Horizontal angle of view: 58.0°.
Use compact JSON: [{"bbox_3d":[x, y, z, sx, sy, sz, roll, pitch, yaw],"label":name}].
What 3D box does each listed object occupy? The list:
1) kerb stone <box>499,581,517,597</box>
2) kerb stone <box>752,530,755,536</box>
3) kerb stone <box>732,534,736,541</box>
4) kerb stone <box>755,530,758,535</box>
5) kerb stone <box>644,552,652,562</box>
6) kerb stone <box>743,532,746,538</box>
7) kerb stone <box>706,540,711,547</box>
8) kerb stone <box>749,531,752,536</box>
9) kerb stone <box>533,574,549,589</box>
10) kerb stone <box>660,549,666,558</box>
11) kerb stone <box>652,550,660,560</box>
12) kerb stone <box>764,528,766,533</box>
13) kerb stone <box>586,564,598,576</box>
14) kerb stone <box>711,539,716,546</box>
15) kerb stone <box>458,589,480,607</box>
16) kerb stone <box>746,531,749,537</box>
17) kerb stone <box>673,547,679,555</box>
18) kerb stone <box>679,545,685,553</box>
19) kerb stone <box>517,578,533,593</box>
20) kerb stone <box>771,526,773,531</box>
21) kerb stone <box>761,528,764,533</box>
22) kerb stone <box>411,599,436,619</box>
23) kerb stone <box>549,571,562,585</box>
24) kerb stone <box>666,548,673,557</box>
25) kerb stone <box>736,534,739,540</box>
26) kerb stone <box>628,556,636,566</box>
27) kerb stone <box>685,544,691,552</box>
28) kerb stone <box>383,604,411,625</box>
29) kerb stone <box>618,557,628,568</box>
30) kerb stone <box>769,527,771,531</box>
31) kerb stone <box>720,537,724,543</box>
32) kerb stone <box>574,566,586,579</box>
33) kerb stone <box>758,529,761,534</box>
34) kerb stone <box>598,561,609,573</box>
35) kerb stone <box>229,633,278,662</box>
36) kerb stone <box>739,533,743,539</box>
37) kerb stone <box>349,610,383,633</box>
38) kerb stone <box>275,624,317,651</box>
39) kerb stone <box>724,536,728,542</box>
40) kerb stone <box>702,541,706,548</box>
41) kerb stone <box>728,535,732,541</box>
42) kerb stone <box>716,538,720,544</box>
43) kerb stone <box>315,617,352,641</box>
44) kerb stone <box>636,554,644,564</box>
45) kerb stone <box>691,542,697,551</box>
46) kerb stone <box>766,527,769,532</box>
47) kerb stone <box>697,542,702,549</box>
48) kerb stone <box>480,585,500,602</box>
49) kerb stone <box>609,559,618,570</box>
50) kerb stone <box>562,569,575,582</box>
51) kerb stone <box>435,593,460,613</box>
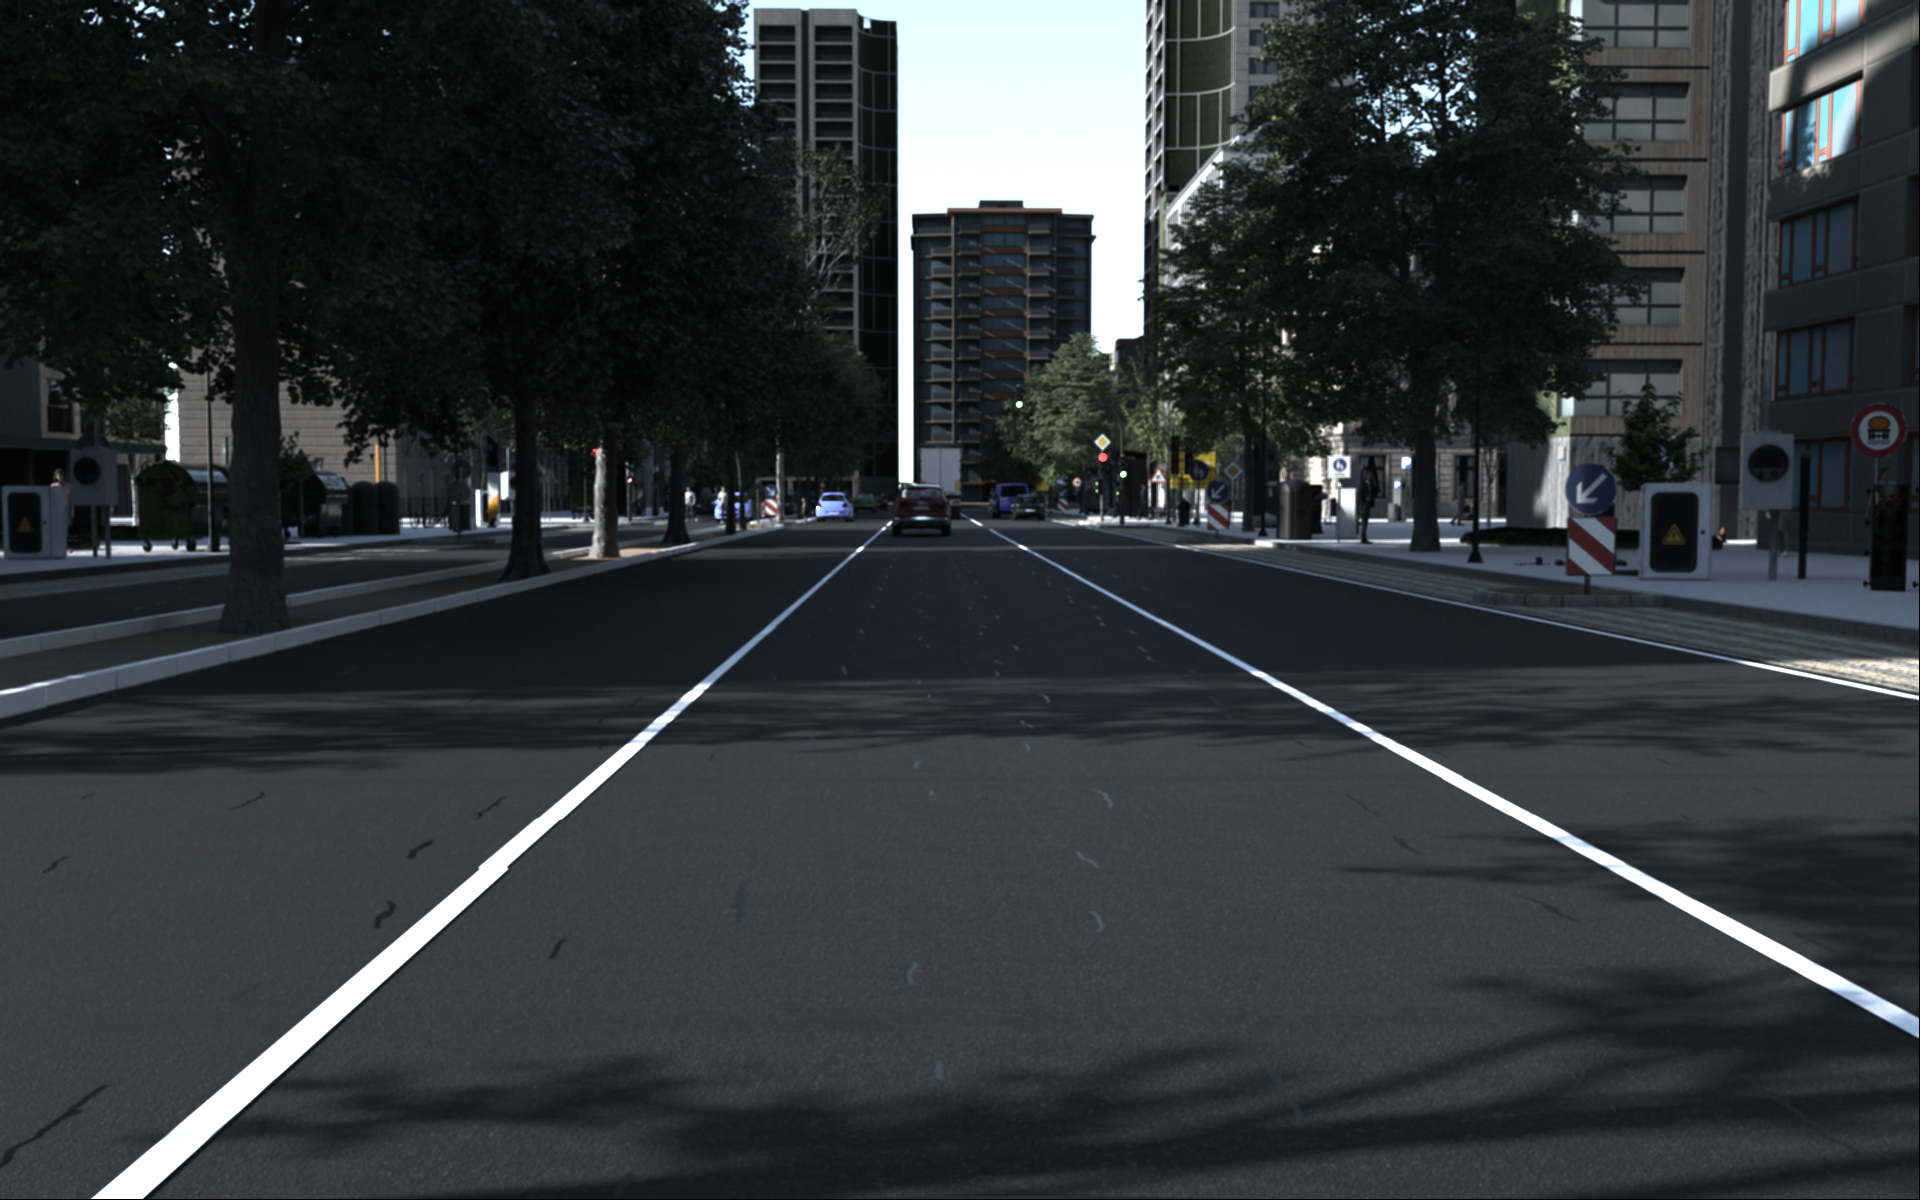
[{"bbox_3d":[-6.469,-0.138,24.450,0.120,0.150,1.000,0,4,-1],"label":"kerb stone"},{"bbox_3d":[-7.201,-2.268,59.272,0.120,0.150,1.000,0,4,-1],"label":"kerb stone"},{"bbox_3d":[-7.067,-1.889,53.105,0.120,0.150,1.000,0,4,-1],"label":"kerb stone"},{"bbox_3d":[-7.228,-2.325,60.294,0.120,0.150,1.000,0,4,-1],"label":"kerb stone"},{"bbox_3d":[-6.730,-0.890,36.744,0.120,0.150,1.000,0,4,-1],"label":"kerb stone"},{"bbox_3d":[-7.136,-2.079,56.192,0.120,0.150,1.000,0,4,-1],"label":"kerb stone"},{"bbox_3d":[-6.940,-1.514,46.975,0.120,0.150,1.000,0,4,-1],"label":"kerb stone"},{"bbox_3d":[-7.175,-2.205,58.245,0.120,0.150,1.000,0,4,-1],"label":"kerb stone"},{"bbox_3d":[-6.506,-0.264,26.507,0.120,0.150,1.000,0,4,-1],"label":"kerb stone"},{"bbox_3d":[-6.768,-1.015,38.787,0.120,0.150,1.000,0,4,-1],"label":"kerb stone"},{"bbox_3d":[-6.743,-0.952,37.766,0.120,0.150,1.000,0,4,-1],"label":"kerb stone"},{"bbox_3d":[-7.284,-2.518,63.371,0.120,0.150,1.000,0,4,-1],"label":"kerb stone"},{"bbox_3d":[-6.598,-0.514,30.596,0.120,0.150,1.000,0,4,-1],"label":"kerb stone"},{"bbox_3d":[-6.952,-1.578,47.997,0.120,0.150,1.000,0,4,-1],"label":"kerb stone"},{"bbox_3d":[-6.425,-0.012,22.391,0.120,0.150,1.000,0,4,-1],"label":"kerb stone"},{"bbox_3d":[-7.151,-2.142,57.214,0.120,0.150,1.000,0,4,-1],"label":"kerb stone"},{"bbox_3d":[-6.814,-1.138,40.835,0.120,0.150,1.000,0,4,-1],"label":"kerb stone"},{"bbox_3d":[-6.836,-1.202,41.858,0.120,0.150,1.000,0,4,-1],"label":"kerb stone"},{"bbox_3d":[-6.488,-0.196,25.472,0.120,0.150,1.000,0,4,-1],"label":"kerb stone"},{"bbox_3d":[-7.357,-2.705,66.447,0.120,0.150,1.000,0,4,-1],"label":"kerb stone"},{"bbox_3d":[-7.258,-2.452,62.348,0.120,0.150,1.000,0,4,-1],"label":"kerb stone"},{"bbox_3d":[-6.383,0.118,20.343,0.120,0.150,1.000,0,4,-1],"label":"kerb stone"},{"bbox_3d":[-6.534,-0.326,27.529,0.120,0.150,1.000,0,4,-1],"label":"kerb stone"},{"bbox_3d":[-6.795,-1.077,39.812,0.120,0.150,1.000,0,4,-1],"label":"kerb stone"},{"bbox_3d":[-7.089,-1.948,54.135,0.120,0.150,1.000,0,4,-1],"label":"kerb stone"},{"bbox_3d":[-6.687,-0.763,34.690,0.120,0.150,1.000,0,4,-1],"label":"kerb stone"},{"bbox_3d":[-6.854,-1.260,42.885,0.120,0.150,1.000,0,4,-1],"label":"kerb stone"},{"bbox_3d":[-6.357,0.176,19.318,0.120,0.150,1.000,0,4,-1],"label":"kerb stone"},{"bbox_3d":[-6.655,-0.702,33.666,0.120,0.150,1.000,0,4,-1],"label":"kerb stone"},{"bbox_3d":[-7.333,-2.644,65.425,0.120,0.150,1.000,0,4,-1],"label":"kerb stone"},{"bbox_3d":[-7.002,-1.701,50.040,0.120,0.150,1.000,0,4,-1],"label":"kerb stone"},{"bbox_3d":[-6.580,-0.451,29.572,0.120,0.150,1.000,0,4,-1],"label":"kerb stone"},{"bbox_3d":[-7.242,-2.392,61.321,0.120,0.150,1.000,0,4,-1],"label":"kerb stone"},{"bbox_3d":[-6.613,-0.572,31.620,0.120,0.150,1.000,0,4,-1],"label":"kerb stone"},{"bbox_3d":[-6.267,0.431,15.224,0.120,0.150,1.000,0,4,-1],"label":"kerb stone"},{"bbox_3d":[-7.106,-2.016,55.171,0.120,0.150,1.000,0,4,-1],"label":"kerb stone"},{"bbox_3d":[-6.344,0.239,18.295,0.120,0.150,1.000,0,4,-1],"label":"kerb stone"},{"bbox_3d":[-6.291,0.364,16.245,0.120,0.150,1.000,0,4,-1],"label":"kerb stone"},{"bbox_3d":[-7.029,-1.765,51.062,0.120,0.150,1.000,0,4,-1],"label":"kerb stone"},{"bbox_3d":[-6.922,-1.453,45.953,0.120,0.150,1.000,0,4,-1],"label":"kerb stone"},{"bbox_3d":[-7.049,-1.819,52.084,0.120,0.150,1.000,0,4,-1],"label":"kerb stone"},{"bbox_3d":[-6.979,-1.638,49.018,0.120,0.150,1.000,0,4,-1],"label":"kerb stone"},{"bbox_3d":[-6.321,0.301,17.274,0.120,0.150,1.000,0,4,-1],"label":"kerb stone"},{"bbox_3d":[-6.702,-0.827,35.716,0.120,0.150,1.000,0,4,-1],"label":"kerb stone"},{"bbox_3d":[-6.870,-1.322,43.907,0.120,0.150,1.000,0,4,-1],"label":"kerb stone"},{"bbox_3d":[-7.307,-2.580,64.396,0.120,0.150,1.000,0,4,-1],"label":"kerb stone"},{"bbox_3d":[-6.893,-1.391,44.932,0.120,0.150,1.000,0,4,-1],"label":"kerb stone"},{"bbox_3d":[-6.438,-0.075,23.418,0.120,0.150,1.000,0,4,-1],"label":"kerb stone"},{"bbox_3d":[-6.640,-0.639,32.641,0.120,0.150,1.000,0,4,-1],"label":"kerb stone"},{"bbox_3d":[-6.557,-0.387,28.550,0.120,0.150,1.000,0,4,-1],"label":"kerb stone"},{"bbox_3d":[-6.397,0.052,21.366,0.120,0.150,1.000,0,4,-1],"label":"kerb stone"}]
